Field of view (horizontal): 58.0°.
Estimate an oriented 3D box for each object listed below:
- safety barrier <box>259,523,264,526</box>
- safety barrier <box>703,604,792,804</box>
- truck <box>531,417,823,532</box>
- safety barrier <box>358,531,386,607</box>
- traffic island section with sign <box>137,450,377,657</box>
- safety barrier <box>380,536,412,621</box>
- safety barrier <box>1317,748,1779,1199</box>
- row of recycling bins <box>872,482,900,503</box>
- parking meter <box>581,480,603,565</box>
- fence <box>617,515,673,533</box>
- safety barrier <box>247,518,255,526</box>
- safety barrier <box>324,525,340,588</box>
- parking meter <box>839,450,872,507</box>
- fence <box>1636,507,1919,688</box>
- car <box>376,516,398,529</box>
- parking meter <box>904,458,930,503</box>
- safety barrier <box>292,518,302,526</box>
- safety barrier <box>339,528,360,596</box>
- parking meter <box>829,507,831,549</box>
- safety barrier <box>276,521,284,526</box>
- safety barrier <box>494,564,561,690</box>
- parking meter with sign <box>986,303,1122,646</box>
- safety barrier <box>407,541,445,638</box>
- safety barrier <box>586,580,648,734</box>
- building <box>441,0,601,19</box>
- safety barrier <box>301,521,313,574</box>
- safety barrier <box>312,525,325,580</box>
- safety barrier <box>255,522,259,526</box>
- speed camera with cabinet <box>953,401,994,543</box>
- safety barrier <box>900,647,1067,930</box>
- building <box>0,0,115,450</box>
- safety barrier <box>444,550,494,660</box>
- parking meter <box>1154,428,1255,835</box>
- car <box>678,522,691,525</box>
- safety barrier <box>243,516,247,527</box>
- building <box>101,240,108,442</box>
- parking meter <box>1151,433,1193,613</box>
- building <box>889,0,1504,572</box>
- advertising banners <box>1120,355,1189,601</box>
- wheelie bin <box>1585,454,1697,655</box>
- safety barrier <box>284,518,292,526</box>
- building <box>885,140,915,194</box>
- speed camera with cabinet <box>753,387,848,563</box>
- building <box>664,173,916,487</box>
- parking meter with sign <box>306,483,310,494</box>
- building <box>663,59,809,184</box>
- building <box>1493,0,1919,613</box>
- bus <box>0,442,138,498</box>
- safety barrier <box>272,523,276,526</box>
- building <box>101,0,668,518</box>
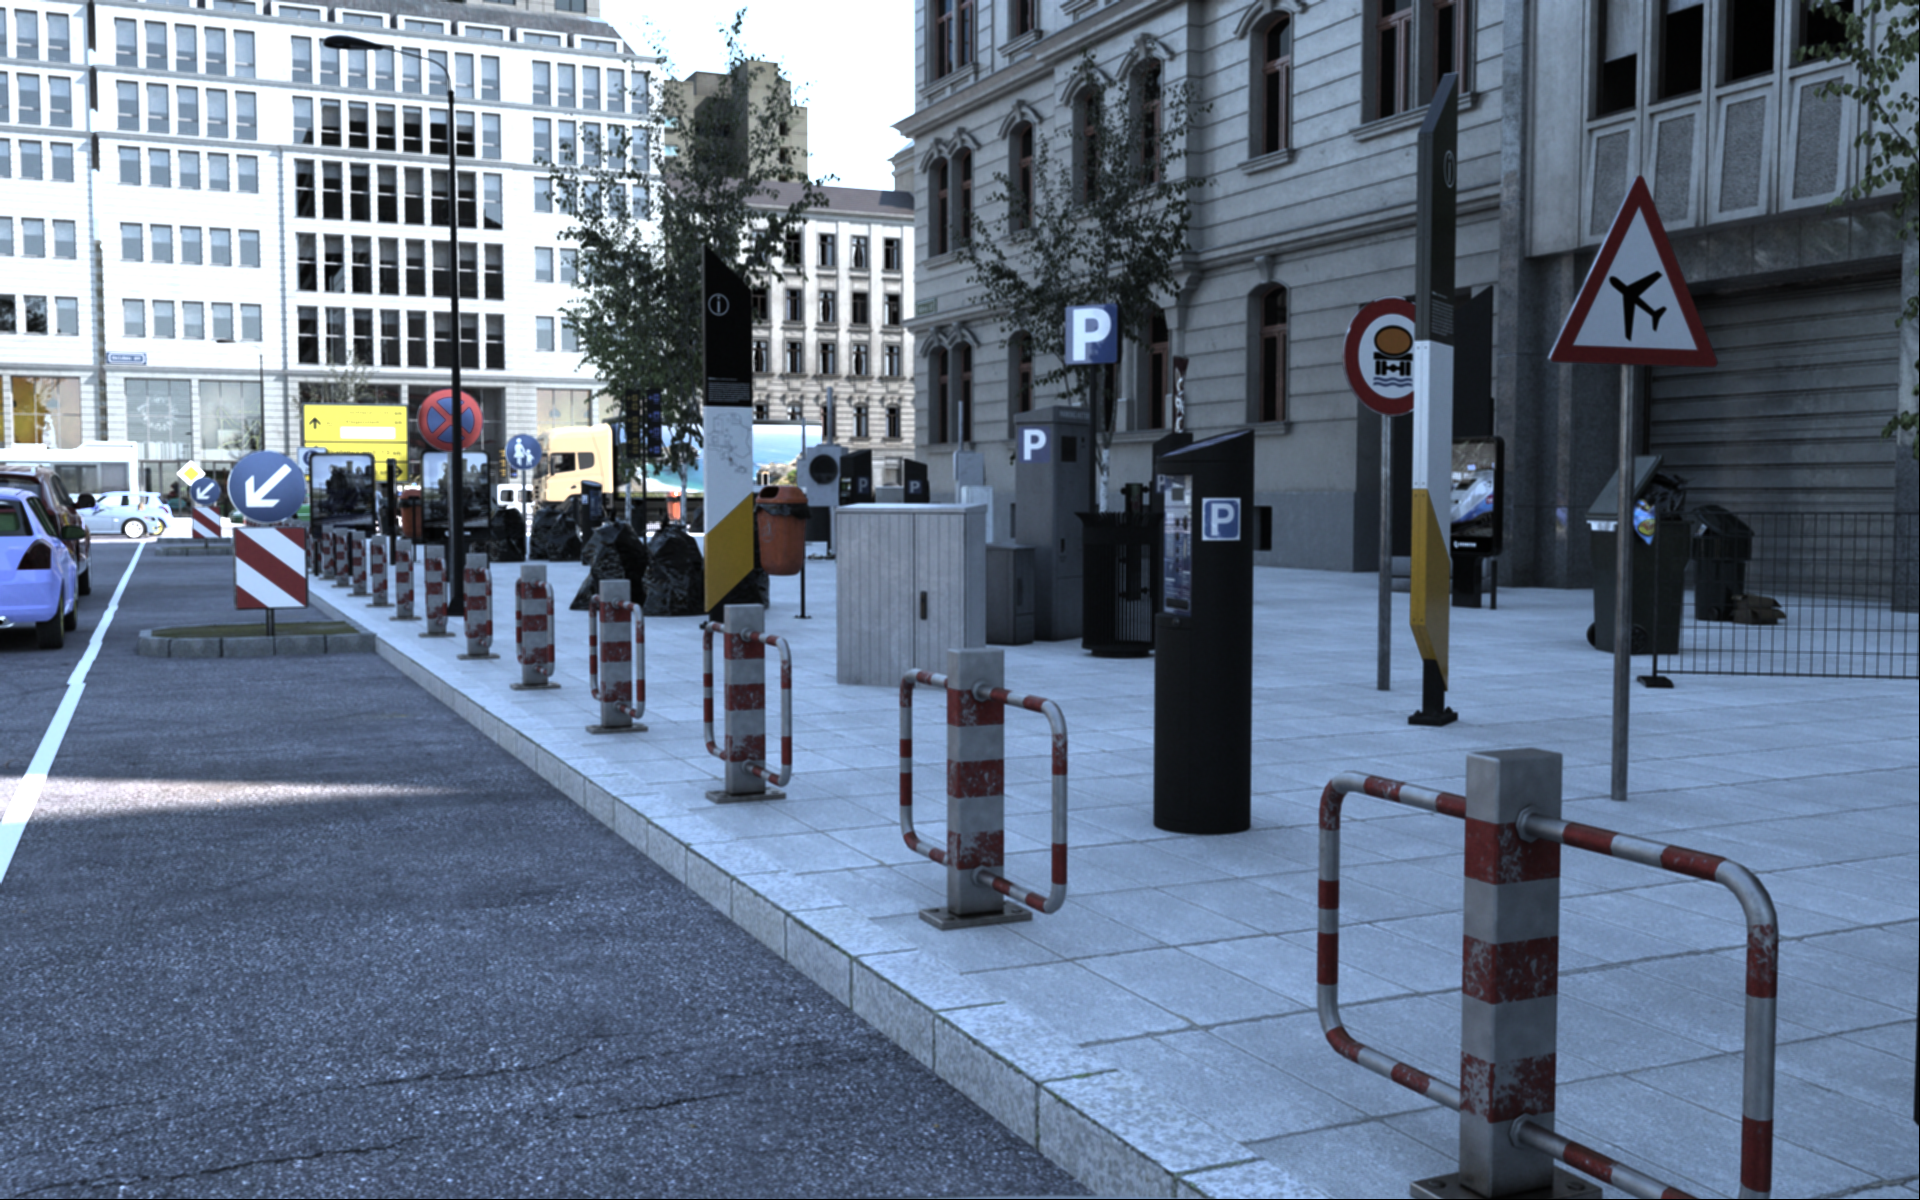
[{"bbox_3d":[-16.115,-1.601,40.452,0.300,0.817,1.120,-2,4,-25],"label":"safety barrier"},{"bbox_3d":[-0.904,0.428,7.277,0.300,0.817,1.120,-2,4,-25],"label":"safety barrier"},{"bbox_3d":[-10.838,-4.635,64.702,11.283,4.237,2.839,-2,4,-24],"label":"truck"},{"bbox_3d":[-6.612,-0.334,19.732,0.300,0.817,1.120,-2,4,-25],"label":"safety barrier"},{"bbox_3d":[-6.614,-0.463,16.199,1.989,1.847,2.006,-2,4,-25],"label":"traffic island section with sign"},{"bbox_3d":[-5.666,-0.207,17.664,0.300,0.817,1.120,-2,4,-25],"label":"safety barrier"},{"bbox_3d":[0.993,0.682,3.128,0.300,0.817,1.120,-2,4,-25],"label":"safety barrier"},{"bbox_3d":[-2.777,-3.243,60.132,3.534,1.692,1.069,0,4,7],"label":"row of recycling bins"},{"bbox_3d":[-6.649,-1.400,31.297,0.372,1.533,0.369,0,3,0],"label":"parking meter"},{"bbox_3d":[-9.102,-2.124,50.107,0.278,0.683,2.069,3,5,43],"label":"fence"},{"bbox_3d":[-18.966,-1.982,46.681,0.300,0.817,1.120,-2,4,-25],"label":"safety barrier"},{"bbox_3d":[-8.512,-0.587,23.871,0.300,0.817,1.120,-2,4,-25],"label":"safety barrier"},{"bbox_3d":[-1.364,-1.036,22.650,0.255,1.863,0.399,3,5,42],"label":"parking meter"},{"bbox_3d":[5.702,-0.012,11.398,2.264,1.192,0.480,1,4,14],"label":"fence"},{"bbox_3d":[-22.238,-3.210,64.842,2.083,1.381,4.827,-2,4,-26],"label":"car"},{"bbox_3d":[-0.710,-1.391,28.453,0.399,1.863,0.255,0,4,7],"label":"parking meter"},{"bbox_3d":[-11.360,-0.967,30.084,0.300,0.817,1.120,-2,4,-25],"label":"safety barrier"},{"bbox_3d":[-7.560,-0.460,21.800,0.300,0.817,1.120,-2,4,-25],"label":"safety barrier"},{"bbox_3d":[-2.894,-1.955,40.369,0.372,1.533,0.369,0,3,0],"label":"parking meter"},{"bbox_3d":[-13.256,-1.220,34.229,0.300,0.817,1.120,-2,4,-25],"label":"safety barrier"},{"bbox_3d":[-2.808,0.174,11.423,0.300,0.817,1.120,-2,4,-25],"label":"safety barrier"},{"bbox_3d":[0.792,-1.166,15.327,0.543,3.016,1.738,2,4,32],"label":"parking meter with sign"},{"bbox_3d":[-4.717,-0.081,15.593,0.300,0.817,1.120,-2,4,-25],"label":"safety barrier"},{"bbox_3d":[-1.859,0.301,9.356,0.300,0.817,1.120,-2,4,-25],"label":"safety barrier"},{"bbox_3d":[-46.379,-44.389,164.005,20.563,71.187,20.611,-2,4,-25],"label":"building"},{"bbox_3d":[-10.409,-0.840,28.017,0.300,0.817,1.120,-2,4,-25],"label":"safety barrier"},{"bbox_3d":[-9.462,-0.714,25.950,0.300,0.817,1.120,-2,4,-25],"label":"safety barrier"},{"bbox_3d":[-17.067,-1.729,42.539,0.300,0.817,1.120,-2,4,-25],"label":"safety barrier"},{"bbox_3d":[0.296,-2.561,36.216,0.660,3.252,2.038,0,4,-7],"label":"speed camera with cabinet"},{"bbox_3d":[0.047,0.555,5.201,0.300,0.817,1.120,-2,4,-25],"label":"safety barrier"},{"bbox_3d":[-60.068,-18.970,87.648,29.804,29.767,11.434,-2,4,-25],"label":"building"},{"bbox_3d":[-3.763,0.047,13.506,0.300,0.817,1.120,-2,4,-25],"label":"safety barrier"},{"bbox_3d":[0.936,0.107,6.655,0.372,1.533,0.369,0,3,0],"label":"parking meter"},{"bbox_3d":[-10.093,-3.714,69.526,1.959,1.807,4.718,-2,4,-26],"label":"car"},{"bbox_3d":[-19.915,-2.108,48.748,0.300,0.817,1.120,-2,4,-25],"label":"safety barrier"},{"bbox_3d":[-112.006,-34.163,250.440,23.993,40.220,32.217,-2,4,-25],"label":"building"},{"bbox_3d":[2.040,-0.672,16.695,0.255,1.863,0.399,-2,4,-25],"label":"parking meter"},{"bbox_3d":[8.962,-15.256,36.833,14.401,28.519,23.554,-2,4,-25],"label":"building"},{"bbox_3d":[2.444,-1.546,21.470,0.090,3.025,2.074,2,4,29],"label":"advertising banners"},{"bbox_3d":[5.522,-0.378,14.085,0.693,1.594,0.980,0,4,-4],"label":"wheelie bin"},{"bbox_3d":[-12.307,-1.094,32.160,0.300,0.817,1.120,-2,4,-25],"label":"safety barrier"},{"bbox_3d":[6.755,-20.362,118.816,20.117,28.700,13.634,-2,4,-25],"label":"building"},{"bbox_3d":[-3.112,-2.301,31.960,2.038,3.252,0.660,1,4,11],"label":"speed camera with cabinet"},{"bbox_3d":[-11.004,-15.957,110.044,18.267,20.994,9.793,-2,4,-25],"label":"building"},{"bbox_3d":[-32.625,-5.568,87.303,1.738,3.016,0.543,-2,4,-32],"label":"parking meter with sign"},{"bbox_3d":[-28.489,-35.035,196.516,21.600,48.544,21.300,-2,4,-25],"label":"building"},{"bbox_3d":[16.987,-12.154,16.746,12.078,24.808,19.932,-2,4,-25],"label":"building"},{"bbox_3d":[-35.514,-3.947,59.392,13.247,3.499,2.948,-2,4,-25],"label":"bus"},{"bbox_3d":[-14.206,-1.347,36.300,0.300,0.817,1.120,-2,4,-25],"label":"safety barrier"},{"bbox_3d":[-32.809,-19.706,99.682,29.804,29.767,11.434,-2,4,-25],"label":"building"}]
